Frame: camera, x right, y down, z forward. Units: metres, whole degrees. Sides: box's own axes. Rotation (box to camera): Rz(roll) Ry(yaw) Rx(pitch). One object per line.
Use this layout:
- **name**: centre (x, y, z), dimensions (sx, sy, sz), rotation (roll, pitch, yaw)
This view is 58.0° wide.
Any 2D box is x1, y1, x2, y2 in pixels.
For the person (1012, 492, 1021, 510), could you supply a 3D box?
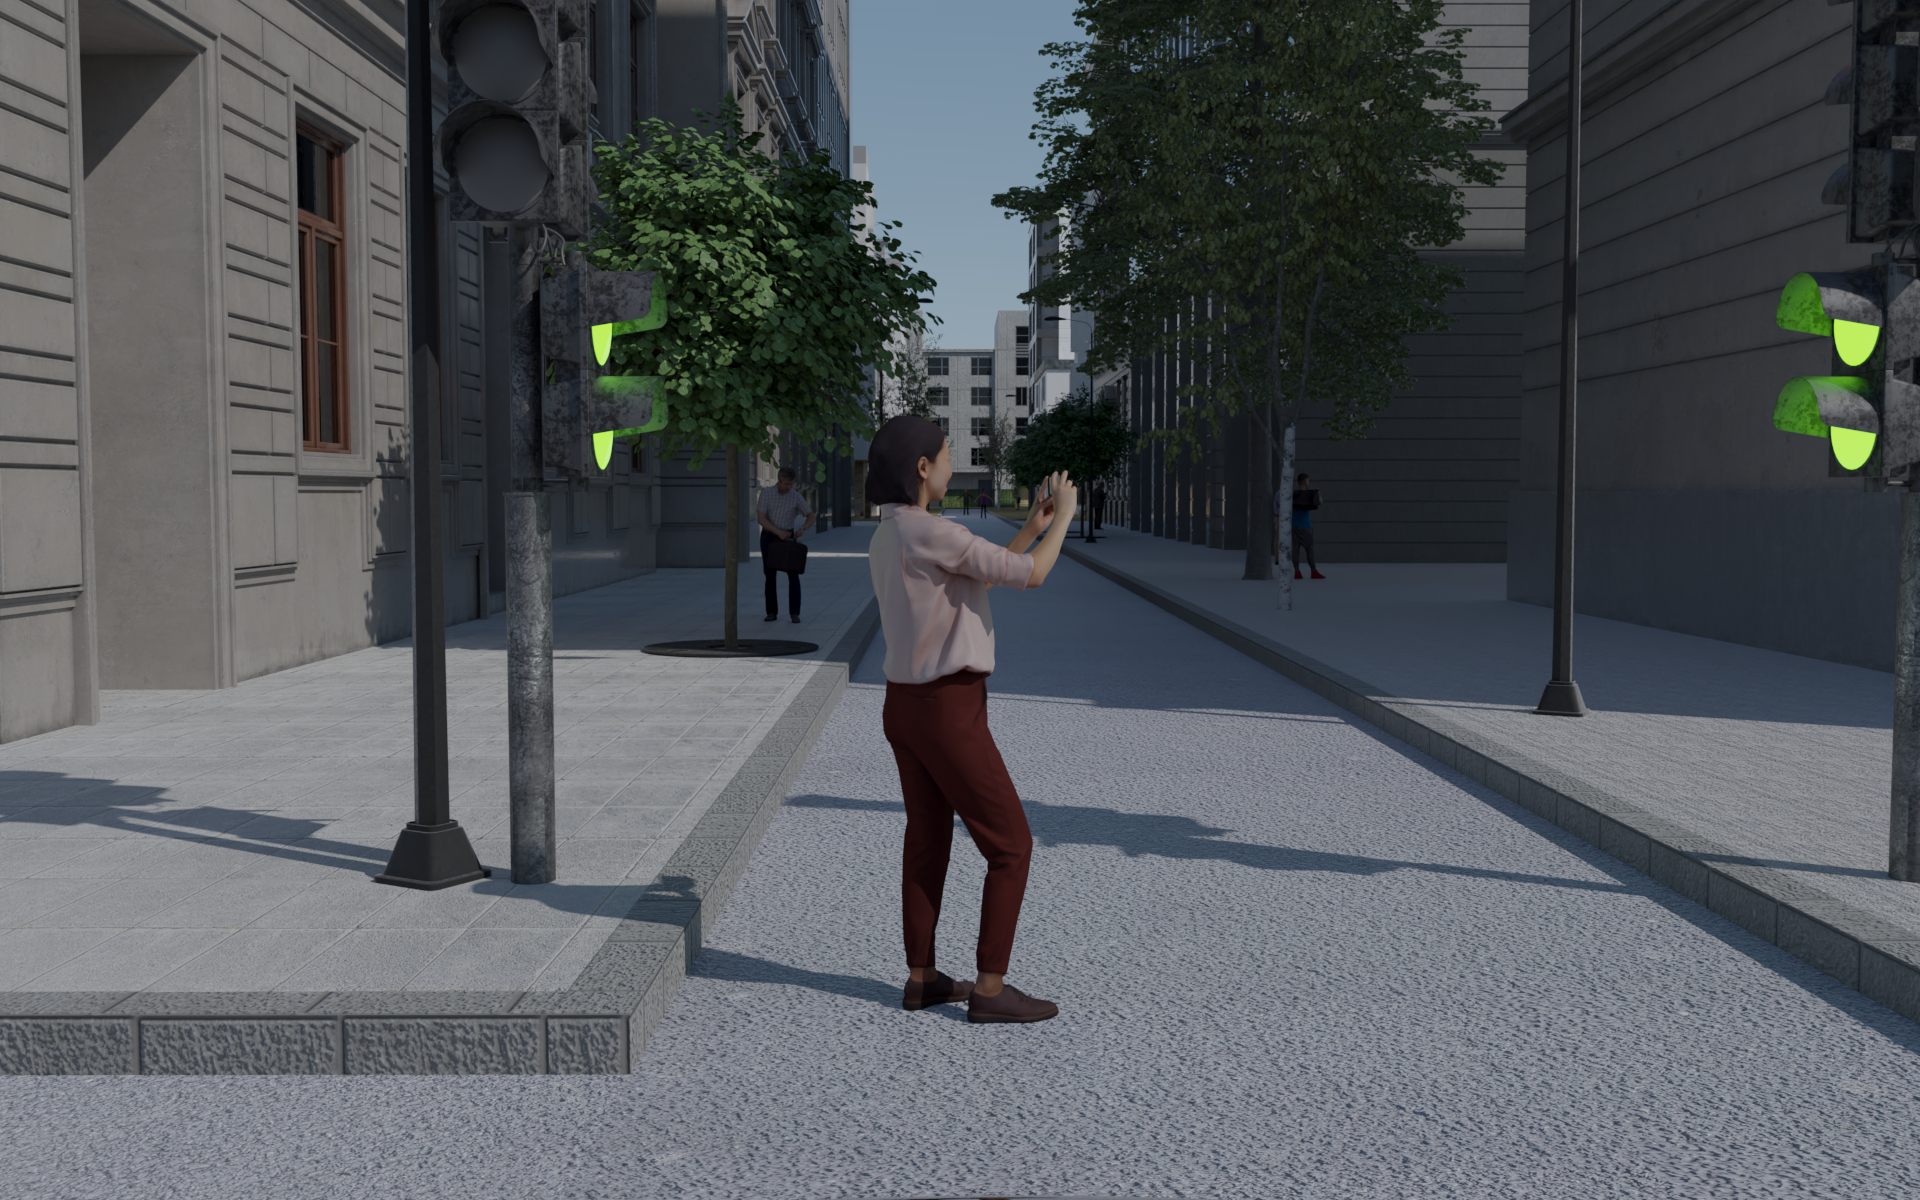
- **person**: centre (4.474, -7.822, 137.161), dimensions (0.697, 1.427, 0.421), rotation (1, 4, 10)

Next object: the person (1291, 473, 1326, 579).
- **person**: centre (5.218, -1.109, 26.041), dimensions (0.647, 1.594, 0.662), rotation (3, 5, 41)

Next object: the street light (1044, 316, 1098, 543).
- **street light**: centre (2.902, -4.455, 45.380), dimensions (1.470, 5.913, 1.316), rotation (0, 4, 0)

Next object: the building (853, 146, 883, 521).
- **building**: centre (-12.256, -14.100, 86.953), dimensions (16.016, 20.091, 11.380), rotation (0, 4, 0)

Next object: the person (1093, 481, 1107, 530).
- **person**: centre (5.069, -3.409, 62.465), dimensions (0.565, 1.739, 0.600), rotation (3, 4, 36)

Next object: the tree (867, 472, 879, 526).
- **tree**: centre (-2.736, -4.569, 69.307), dimensions (1.663, 3.219, 1.824), rotation (0, 3, 0)

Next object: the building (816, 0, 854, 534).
- **building**: centre (-10.244, -14.765, 59.423), dimensions (12.078, 24.808, 19.932), rotation (0, 4, 0)

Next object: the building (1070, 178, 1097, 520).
- **building**: centre (13.741, -14.141, 87.623), dimensions (16.016, 20.091, 11.380), rotation (0, 4, 0)

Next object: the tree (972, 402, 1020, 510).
- **tree**: centre (3.164, -11.431, 137.257), dimensions (4.360, 8.622, 3.978), rotation (0, 3, 0)

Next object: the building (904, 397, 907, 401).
- **building**: centre (-18.568, -12.733, 150.329), dimensions (28.070, 9.664, 9.099), rotation (0, 4, 0)

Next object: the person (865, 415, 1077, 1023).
- **person**: centre (0.034, 0.314, 4.825), dimensions (0.566, 1.644, 0.517), rotation (1, 4, 15)

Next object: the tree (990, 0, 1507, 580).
- **tree**: centre (4.336, -6.603, 26.091), dimensions (7.486, 12.596, 7.792), rotation (0, 3, 0)

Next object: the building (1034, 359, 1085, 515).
- **building**: centre (9.795, -10.150, 108.092), dimensions (9.099, 9.664, 28.070), rotation (0, 4, 0)

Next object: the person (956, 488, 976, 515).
- **person**: centre (0.419, -6.714, 118.292), dimensions (1.348, 1.821, 0.705), rotation (0, 4, -2)

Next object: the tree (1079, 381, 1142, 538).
- **tree**: centre (3.620, -4.084, 50.491), dimensions (4.285, 4.588, 4.351), rotation (0, 3, 0)

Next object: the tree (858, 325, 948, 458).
- **tree**: centre (-2.459, -7.511, 73.175), dimensions (4.360, 8.622, 3.978), rotation (0, 3, 0)

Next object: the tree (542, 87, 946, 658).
- **tree**: centre (-1.847, -1.855, 14.036), dimensions (4.285, 4.588, 4.351), rotation (0, 3, 0)

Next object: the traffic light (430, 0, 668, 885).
- **traffic light**: centre (-1.399, -1.002, 5.634), dimensions (0.839, 4.213, 0.868), rotation (0, 4, 0)

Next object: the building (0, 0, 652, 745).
- **building**: centre (-9.886, -11.114, 17.876), dimensions (11.583, 22.565, 21.152), rotation (0, 4, 0)

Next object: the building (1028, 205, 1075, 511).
- **building**: centre (19.267, -17.987, 138.061), dimensions (27.936, 21.610, 32.646), rotation (0, 4, 0)

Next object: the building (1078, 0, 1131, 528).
- **building**: centre (11.035, -14.808, 70.995), dimensions (11.050, 23.489, 19.941), rotation (0, 4, 0)

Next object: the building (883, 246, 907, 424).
- **building**: centre (-11.894, -16.520, 126.520), dimensions (16.016, 20.091, 11.380), rotation (0, 4, 0)

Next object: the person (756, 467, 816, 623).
- **person**: centre (-1.736, -0.555, 17.337), dimensions (0.614, 1.554, 0.590), rotation (-1, 4, -15)

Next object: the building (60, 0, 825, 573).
- **building**: centre (-9.035, -12.406, 38.991), dimensions (11.583, 22.565, 21.152), rotation (0, 4, 0)

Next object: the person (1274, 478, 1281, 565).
- **person**: centre (5.866, -1.428, 31.451), dimensions (0.319, 1.574, 0.516), rotation (2, 4, 25)

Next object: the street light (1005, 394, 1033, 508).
- **street light**: centre (2.817, -6.622, 80.811), dimensions (1.470, 5.913, 1.316), rotation (0, 4, 0)

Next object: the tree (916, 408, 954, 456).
- **tree**: centre (-2.716, -11.563, 139.423), dimensions (4.737, 8.622, 4.395), rotation (0, 3, 0)

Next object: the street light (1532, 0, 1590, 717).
- **street light**: centre (2.973, -2.288, 9.949), dimensions (1.470, 5.913, 1.316), rotation (0, 4, 0)

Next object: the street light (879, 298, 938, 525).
- **street light**: centre (-1.328, -4.198, 41.172), dimensions (1.470, 5.913, 1.316), rotation (0, 4, 0)

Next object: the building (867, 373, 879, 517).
- **building**: centre (-9.411, -10.081, 106.971), dimensions (9.099, 9.664, 28.070), rotation (0, 4, 0)

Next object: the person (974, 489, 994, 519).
- **person**: centre (1.407, -5.633, 101.275), dimensions (1.217, 1.739, 0.721), rotation (-1, 4, -19)

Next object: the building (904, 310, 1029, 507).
- **building**: centre (3.657, -18.892, 175.334), dimensions (31.486, 18.905, 16.747), rotation (0, 4, 0)

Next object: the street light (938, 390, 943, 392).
- **street light**: centre (-1.440, -6.393, 77.068), dimensions (1.470, 5.913, 1.316), rotation (0, 4, 0)

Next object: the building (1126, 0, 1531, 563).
- **building**: centre (11.397, -16.420, 45.962), dimensions (11.434, 29.767, 29.804), rotation (0, 4, 0)

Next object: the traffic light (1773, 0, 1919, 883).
- **traffic light**: centre (3.162, -1.004, 5.666), dimensions (0.839, 4.213, 0.868), rotation (0, 4, 0)

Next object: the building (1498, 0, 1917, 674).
- **building**: centre (17.774, -13.838, 13.643), dimensions (23.554, 28.519, 14.401), rotation (0, 4, 0)

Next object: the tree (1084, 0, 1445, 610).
- **tree**: centre (3.555, -4.208, 19.159), dimensions (4.737, 8.622, 4.395), rotation (0, 3, 0)

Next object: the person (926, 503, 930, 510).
- **person**: centre (-2.470, -7.885, 135.647), dimensions (1.217, 1.739, 0.721), rotation (3, 5, 44)

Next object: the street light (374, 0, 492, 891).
- **street light**: centre (-1.214, -2.021, 5.588), dimensions (1.470, 5.913, 1.316), rotation (0, 4, 0)
